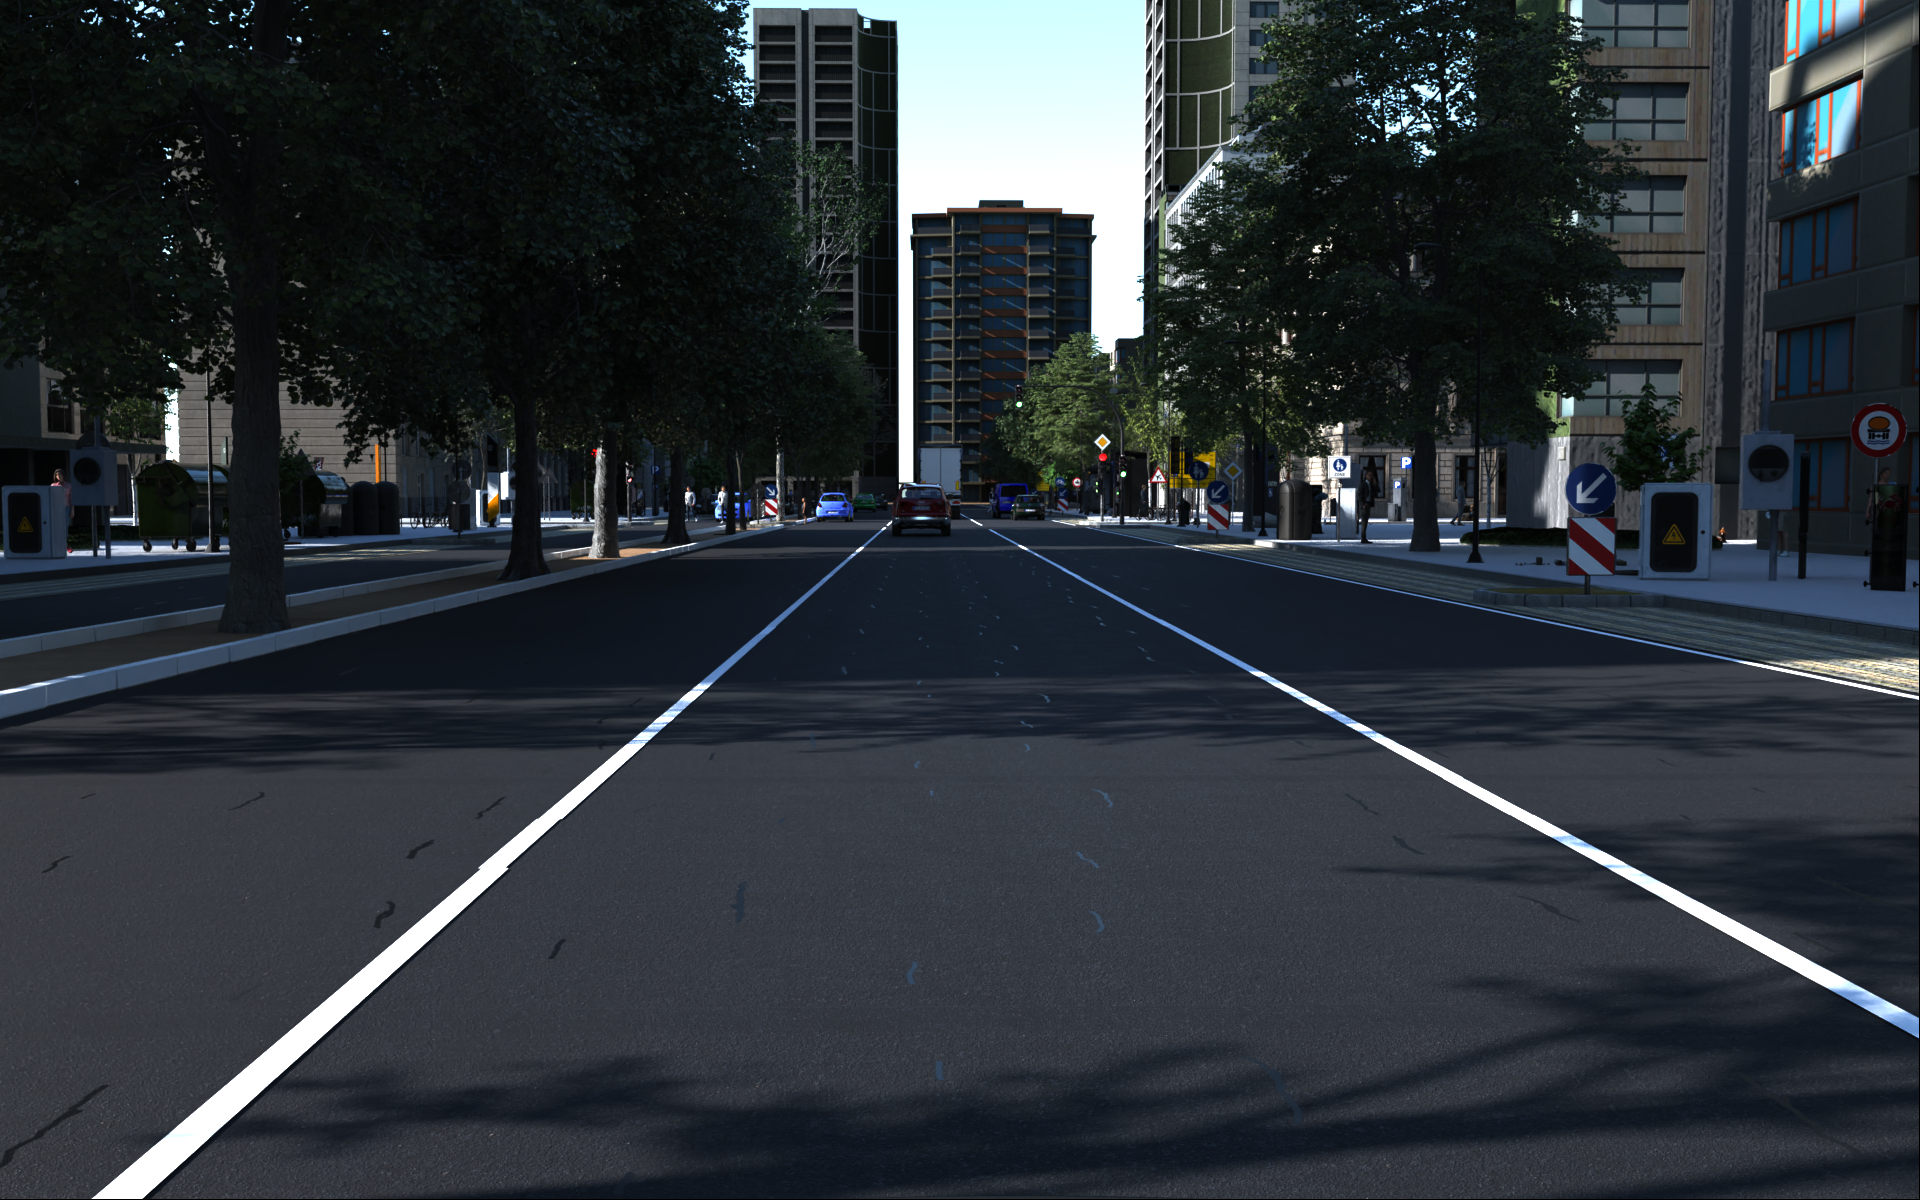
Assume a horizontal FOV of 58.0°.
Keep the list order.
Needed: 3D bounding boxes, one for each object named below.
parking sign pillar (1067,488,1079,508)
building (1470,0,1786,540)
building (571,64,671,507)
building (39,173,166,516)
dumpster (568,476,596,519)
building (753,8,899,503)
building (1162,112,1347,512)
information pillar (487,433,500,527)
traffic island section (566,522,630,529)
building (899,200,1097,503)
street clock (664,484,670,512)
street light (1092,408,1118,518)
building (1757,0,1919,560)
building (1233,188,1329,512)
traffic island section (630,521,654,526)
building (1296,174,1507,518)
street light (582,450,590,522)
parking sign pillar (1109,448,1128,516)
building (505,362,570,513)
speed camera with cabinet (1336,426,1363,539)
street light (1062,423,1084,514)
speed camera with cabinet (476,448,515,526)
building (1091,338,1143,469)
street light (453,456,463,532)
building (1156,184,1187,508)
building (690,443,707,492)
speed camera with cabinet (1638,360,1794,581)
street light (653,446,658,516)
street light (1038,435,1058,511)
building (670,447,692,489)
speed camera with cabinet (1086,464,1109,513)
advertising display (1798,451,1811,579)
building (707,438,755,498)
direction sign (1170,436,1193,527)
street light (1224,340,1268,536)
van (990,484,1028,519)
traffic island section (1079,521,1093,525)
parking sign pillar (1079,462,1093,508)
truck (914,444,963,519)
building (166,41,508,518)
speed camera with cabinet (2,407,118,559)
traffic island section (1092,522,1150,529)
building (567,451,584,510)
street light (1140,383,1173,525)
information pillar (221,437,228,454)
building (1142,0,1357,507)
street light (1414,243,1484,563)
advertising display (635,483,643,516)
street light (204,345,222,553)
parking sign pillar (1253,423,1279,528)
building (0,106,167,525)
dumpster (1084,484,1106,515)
[{"bbox_3d":[10.218,-10.173,154.802,1.447,3.967,1.447,0,4,-3],"label":"parking sign pillar"},{"bbox_3d":[23.820,-22.656,54.023,14.154,41.232,14.086,0,4,-1],"label":"building"},{"bbox_3d":[-40.965,-38.311,168.383,21.231,58.520,28.212,0,4,-1],"label":"building"},{"bbox_3d":[-67.111,-18.028,99.273,34.151,26.468,19.350,0,4,-1],"label":"building"},{"bbox_3d":[-19.007,-5.226,87.935,1.502,2.255,1.985,0,4,-1],"label":"dumpster"},{"bbox_3d":[-19.538,-50.180,258.692,20.611,71.187,20.563,0,4,-1],"label":"building"},{"bbox_3d":[24.094,-22.238,141.077,11.434,29.767,29.804,0,4,-1],"label":"building"},{"bbox_3d":[-17.981,-4.608,66.691,0.504,3.616,0.183,1,4,21],"label":"information pillar"},{"bbox_3d":[-15.134,-3.052,72.184,2.009,0.180,2.903,0,4,-1],"label":"traffic island section"},{"bbox_3d":[5.385,-37.057,260.503,28.867,44.769,22.147,0,4,-1],"label":"building"},{"bbox_3d":[-20.718,-7.191,122.138,0.471,2.002,0.358,2,4,34],"label":"street clock"},{"bbox_3d":[7.783,-7.377,93.156,1.470,5.913,1.316,0,4,-1],"label":"street light"},{"bbox_3d":[32.591,-11.029,25.366,27.650,21.520,28.899,0,4,-1],"label":"building"},{"bbox_3d":[25.340,-17.109,115.886,11.583,22.565,21.152,0,4,-1],"label":"building"},{"bbox_3d":[-15.303,-3.540,80.168,2.009,0.180,2.903,0,4,-1],"label":"traffic island section"},{"bbox_3d":[29.176,-14.177,96.414,19.286,19.102,10.561,0,4,-1],"label":"building"},{"bbox_3d":[-16.734,-6.566,79.894,1.470,5.913,1.316,0,4,-1],"label":"street light"},{"bbox_3d":[9.424,-6.901,101.307,1.447,3.967,1.447,-1,4,-9],"label":"parking sign pillar"},{"bbox_3d":[-35.071,-18.123,125.193,11.050,23.489,19.941,0,4,-1],"label":"building"},{"bbox_3d":[11.268,-3.405,50.010,0.660,3.252,2.038,1,4,18],"label":"speed camera with cabinet"},{"bbox_3d":[7.428,-8.653,114.025,1.470,5.913,1.316,0,4,-1],"label":"street light"},{"bbox_3d":[-18.966,-4.687,70.968,0.660,3.252,2.038,3,5,41],"label":"speed camera with cabinet"},{"bbox_3d":[31.026,-22.124,206.760,27.650,21.520,28.899,0,4,-1],"label":"building"},{"bbox_3d":[-16.308,-5.223,57.934,1.470,5.913,1.316,0,4,-1],"label":"street light"},{"bbox_3d":[25.473,-23.988,163.907,14.160,30.474,14.107,0,4,-1],"label":"building"},{"bbox_3d":[-41.976,-47.098,208.306,20.611,71.187,20.563,0,4,-1],"label":"building"},{"bbox_3d":[11.188,-1.915,25.652,2.038,3.252,0.660,1,4,19],"label":"speed camera with cabinet"},{"bbox_3d":[-17.167,-7.823,100.442,1.470,5.913,1.316,0,4,-1],"label":"street light"},{"bbox_3d":[6.969,-9.933,134.946,1.470,5.913,1.316,0,4,-1],"label":"street light"},{"bbox_3d":[-37.645,-31.013,190.649,14.154,41.232,14.086,0,4,-1],"label":"building"},{"bbox_3d":[9.377,-7.383,115.053,2.038,3.252,0.660,-1,4,-20],"label":"speed camera with cabinet"},{"bbox_3d":[12.903,-1.301,26.479,0.123,1.923,0.974,2,4,27],"label":"advertising display"},{"bbox_3d":[-44.591,-36.965,258.996,28.867,44.769,22.147,0,4,-1],"label":"building"},{"bbox_3d":[8.706,-4.646,67.958,0.876,3.537,0.379,1,4,18],"label":"direction sign"},{"bbox_3d":[8.663,-4.887,52.443,1.470,5.913,1.316,0,4,-1],"label":"street light"},{"bbox_3d":[2.986,-6.043,103.187,2.240,2.365,5.245,0,4,-3],"label":"van"},{"bbox_3d":[6.634,-3.568,80.623,2.009,0.180,2.903,0,4,-1],"label":"traffic island section"},{"bbox_3d":[10.262,-8.825,132.765,1.447,3.967,1.447,1,4,22],"label":"parking sign pillar"},{"bbox_3d":[-1.265,-6.959,102.692,2.839,4.237,11.283,0,4,-2],"label":"truck"},{"bbox_3d":[-35.584,-18.674,102.579,12.463,27.353,25.104,0,4,-1],"label":"building"},{"bbox_3d":[-17.777,-2.437,34.187,2.038,3.252,0.660,0,4,1],"label":"speed camera with cabinet"},{"bbox_3d":[6.802,-3.080,72.640,2.009,0.180,2.903,0,4,-1],"label":"traffic island section"},{"bbox_3d":[-36.313,-19.165,143.028,12.332,23.373,15.834,0,4,-1],"label":"building"},{"bbox_3d":[8.209,-6.116,72.542,1.470,5.913,1.316,0,4,-1],"label":"street light"},{"bbox_3d":[-30.057,-4.863,70.861,0.504,3.616,0.183,3,5,42],"label":"information pillar"},{"bbox_3d":[28.421,-45.370,180.056,20.563,71.187,20.611,0,4,-1],"label":"building"},{"bbox_3d":[9.097,-3.650,32.214,1.470,5.913,1.316,0,4,-1],"label":"street light"},{"bbox_3d":[-18.782,-5.878,101.314,0.123,1.923,0.974,1,4,12],"label":"advertising display"},{"bbox_3d":[-15.859,-3.993,37.834,1.470,5.913,1.316,0,4,-1],"label":"street light"},{"bbox_3d":[11.683,-4.750,66.132,1.447,3.967,1.447,3,5,40],"label":"parking sign pillar"},{"bbox_3d":[-42.298,-24.131,49.163,28.867,44.769,22.147,0,4,-1],"label":"building"},{"bbox_3d":[8.196,-6.066,104.934,1.264,1.857,1.865,0,4,-1],"label":"dumpster"}]
